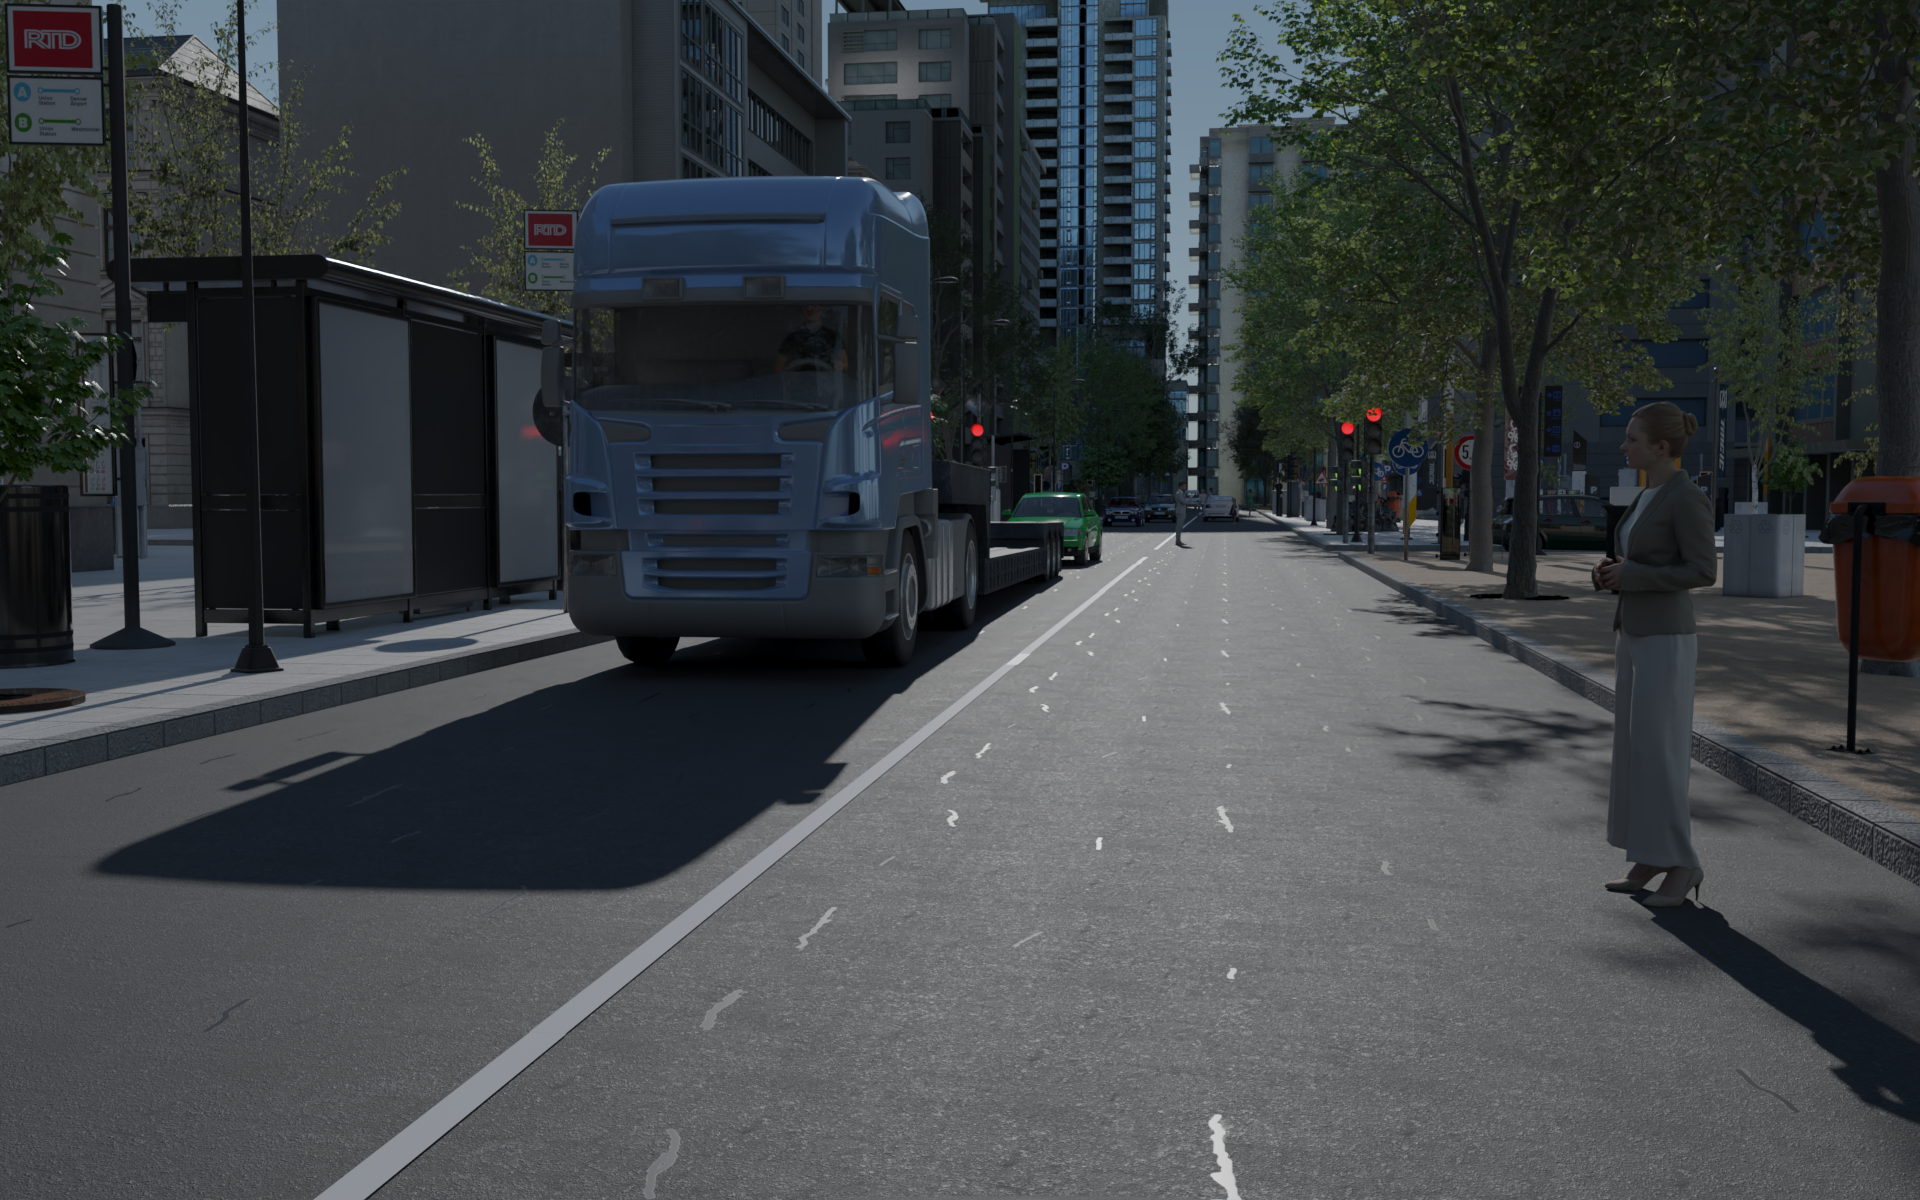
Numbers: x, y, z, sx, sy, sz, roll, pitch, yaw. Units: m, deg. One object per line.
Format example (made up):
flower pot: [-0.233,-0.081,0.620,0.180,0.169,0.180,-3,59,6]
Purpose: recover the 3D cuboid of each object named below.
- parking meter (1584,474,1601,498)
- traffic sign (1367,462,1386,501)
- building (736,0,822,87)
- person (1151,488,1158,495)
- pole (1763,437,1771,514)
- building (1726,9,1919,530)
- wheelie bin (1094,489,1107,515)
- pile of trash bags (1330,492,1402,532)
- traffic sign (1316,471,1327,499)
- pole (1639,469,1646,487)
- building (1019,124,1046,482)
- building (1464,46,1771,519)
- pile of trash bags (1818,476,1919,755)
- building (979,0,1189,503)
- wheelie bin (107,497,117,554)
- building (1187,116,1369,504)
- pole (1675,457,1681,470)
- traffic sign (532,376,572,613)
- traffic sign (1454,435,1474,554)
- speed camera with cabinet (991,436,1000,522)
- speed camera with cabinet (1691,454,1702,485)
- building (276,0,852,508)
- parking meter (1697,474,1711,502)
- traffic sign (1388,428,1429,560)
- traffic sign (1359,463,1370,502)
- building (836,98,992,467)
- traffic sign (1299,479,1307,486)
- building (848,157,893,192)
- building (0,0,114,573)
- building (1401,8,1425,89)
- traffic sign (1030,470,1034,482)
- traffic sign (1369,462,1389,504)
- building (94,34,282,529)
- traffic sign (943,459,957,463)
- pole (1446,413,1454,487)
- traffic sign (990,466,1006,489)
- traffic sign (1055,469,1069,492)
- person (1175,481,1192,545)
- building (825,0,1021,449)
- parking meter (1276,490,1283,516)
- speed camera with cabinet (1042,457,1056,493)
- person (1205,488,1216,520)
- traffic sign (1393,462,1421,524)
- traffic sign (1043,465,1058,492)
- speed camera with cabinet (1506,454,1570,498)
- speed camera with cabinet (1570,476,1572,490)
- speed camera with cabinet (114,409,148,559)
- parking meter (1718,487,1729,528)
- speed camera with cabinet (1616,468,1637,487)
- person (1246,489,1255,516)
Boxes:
parking meter: [18.271,-2.712,50.059,0.399,1.863,0.255,0,4,-1]
traffic sign: [16.770,-4.267,69.870,0.768,2.556,0.104,1,4,10]
building: [-26.238,-45.433,181.076,20.611,71.187,20.563,1,4,9]
person: [11.173,-5.561,99.604,0.511,1.800,0.466,1,4,15]
pole: [29.039,-4.190,62.345,0.158,3.312,0.155,0,3,0]
building: [43.929,-24.914,61.965,28.867,44.769,22.147,1,4,9]
wheelie bin: [8.455,-5.914,104.599,0.693,1.594,0.980,-3,5,-40]
pile of trash bags: [14.341,-3.067,59.903,1.912,1.369,3.447,3,5,41]
traffic sign: [19.810,-5.803,94.876,0.884,2.594,0.081,1,4,17]
pole: [21.567,-3.723,54.712,0.158,3.312,0.155,0,3,0]
building: [-4.203,-29.446,173.327,23.993,40.220,32.217,1,4,9]
building: [38.347,-34.224,101.556,21.231,58.520,28.212,1,4,9]
pile of trash bags: [5.302,0.141,7.454,1.912,1.369,3.447,-2,4,-28]
building: [14.360,-55.851,225.827,31.000,86.520,22.319,1,4,9]
wheelie bin: [-18.297,-1.766,36.784,0.980,1.594,0.693,-1,4,-10]
building: [44.810,-36.894,222.826,30.456,49.044,23.786,1,4,9]
pole: [21.754,-3.589,52.530,0.158,3.312,0.155,0,3,0]
traffic sign: [-4.254,-1.136,18.673,0.768,2.556,0.104,1,4,11]
traffic sign: [10.982,-2.268,37.180,0.768,2.556,0.104,1,4,18]
speed camera with cabinet: [1.007,-3.974,59.306,0.660,3.252,2.038,0,4,6]
speed camera with cabinet: [35.715,-5.567,85.357,2.038,3.252,0.660,3,4,38]
building: [-14.667,-15.622,74.482,14.314,24.678,30.058,1,4,9]
parking meter: [21.071,-2.656,49.143,0.399,1.863,0.255,1,4,20]
traffic sign: [8.655,-2.044,33.526,0.768,2.556,0.104,1,4,10]
traffic sign: [16.815,-4.361,71.405,0.768,2.556,0.104,1,4,17]
building: [-5.508,-21.943,130.463,14.160,30.474,14.107,1,4,9]
traffic sign: [21.669,-6.754,110.427,0.884,2.594,0.081,1,4,15]
building: [-9.004,-16.168,100.504,11.583,22.565,21.152,1,4,9]
building: [-27.141,-13.913,24.736,25.104,27.353,12.463,1,4,9]
building: [52.450,-33.327,164.496,23.786,49.044,30.456,1,4,9]
traffic sign: [3.471,-5.427,88.838,0.768,2.556,0.104,1,4,17]
traffic sign: [17.064,-4.332,70.839,0.884,2.594,0.081,1,4,13]
building: [-37.222,-12.498,68.973,19.286,19.102,10.561,1,4,9]
traffic sign: [-0.403,-3.793,62.122,0.768,2.556,0.104,1,4,14]
pole: [12.391,-3.060,43.875,0.158,3.312,0.155,0,3,0]
traffic sign: [1.390,-3.758,63.565,0.606,2.300,0.079,1,4,17]
traffic sign: [4.239,-4.268,71.918,0.606,2.300,0.079,1,4,9]
person: [6.252,-2.434,48.477,0.466,1.800,0.511,0,4,5]
building: [-2.714,-28.156,143.942,14.154,41.232,14.086,1,4,9]
parking meter: [18.358,-5.574,99.543,0.372,1.533,0.369,0,3,0]
speed camera with cabinet: [4.117,-6.024,92.833,2.038,3.252,0.660,2,4,30]
person: [13.905,-5.356,96.344,0.850,1.792,0.678,2,4,28]
traffic sign: [12.368,-2.929,47.989,0.768,2.556,0.104,1,4,16]
traffic sign: [4.048,-4.682,76.658,0.768,2.556,0.104,1,4,15]
speed camera with cabinet: [21.208,-4.249,63.808,2.038,3.252,0.660,1,4,10]
speed camera with cabinet: [30.294,-5.550,85.071,2.038,3.252,0.660,0,4,-3]
speed camera with cabinet: [-16.635,-2.468,34.693,0.660,3.252,2.038,-2,4,-26]
parking meter: [29.323,-3.557,66.567,0.372,1.533,0.369,0,3,0]
speed camera with cabinet: [23.770,-4.128,61.826,0.660,3.252,2.038,1,4,20]
person: [19.286,-6.509,115.173,0.600,1.795,0.529,2,4,24]
